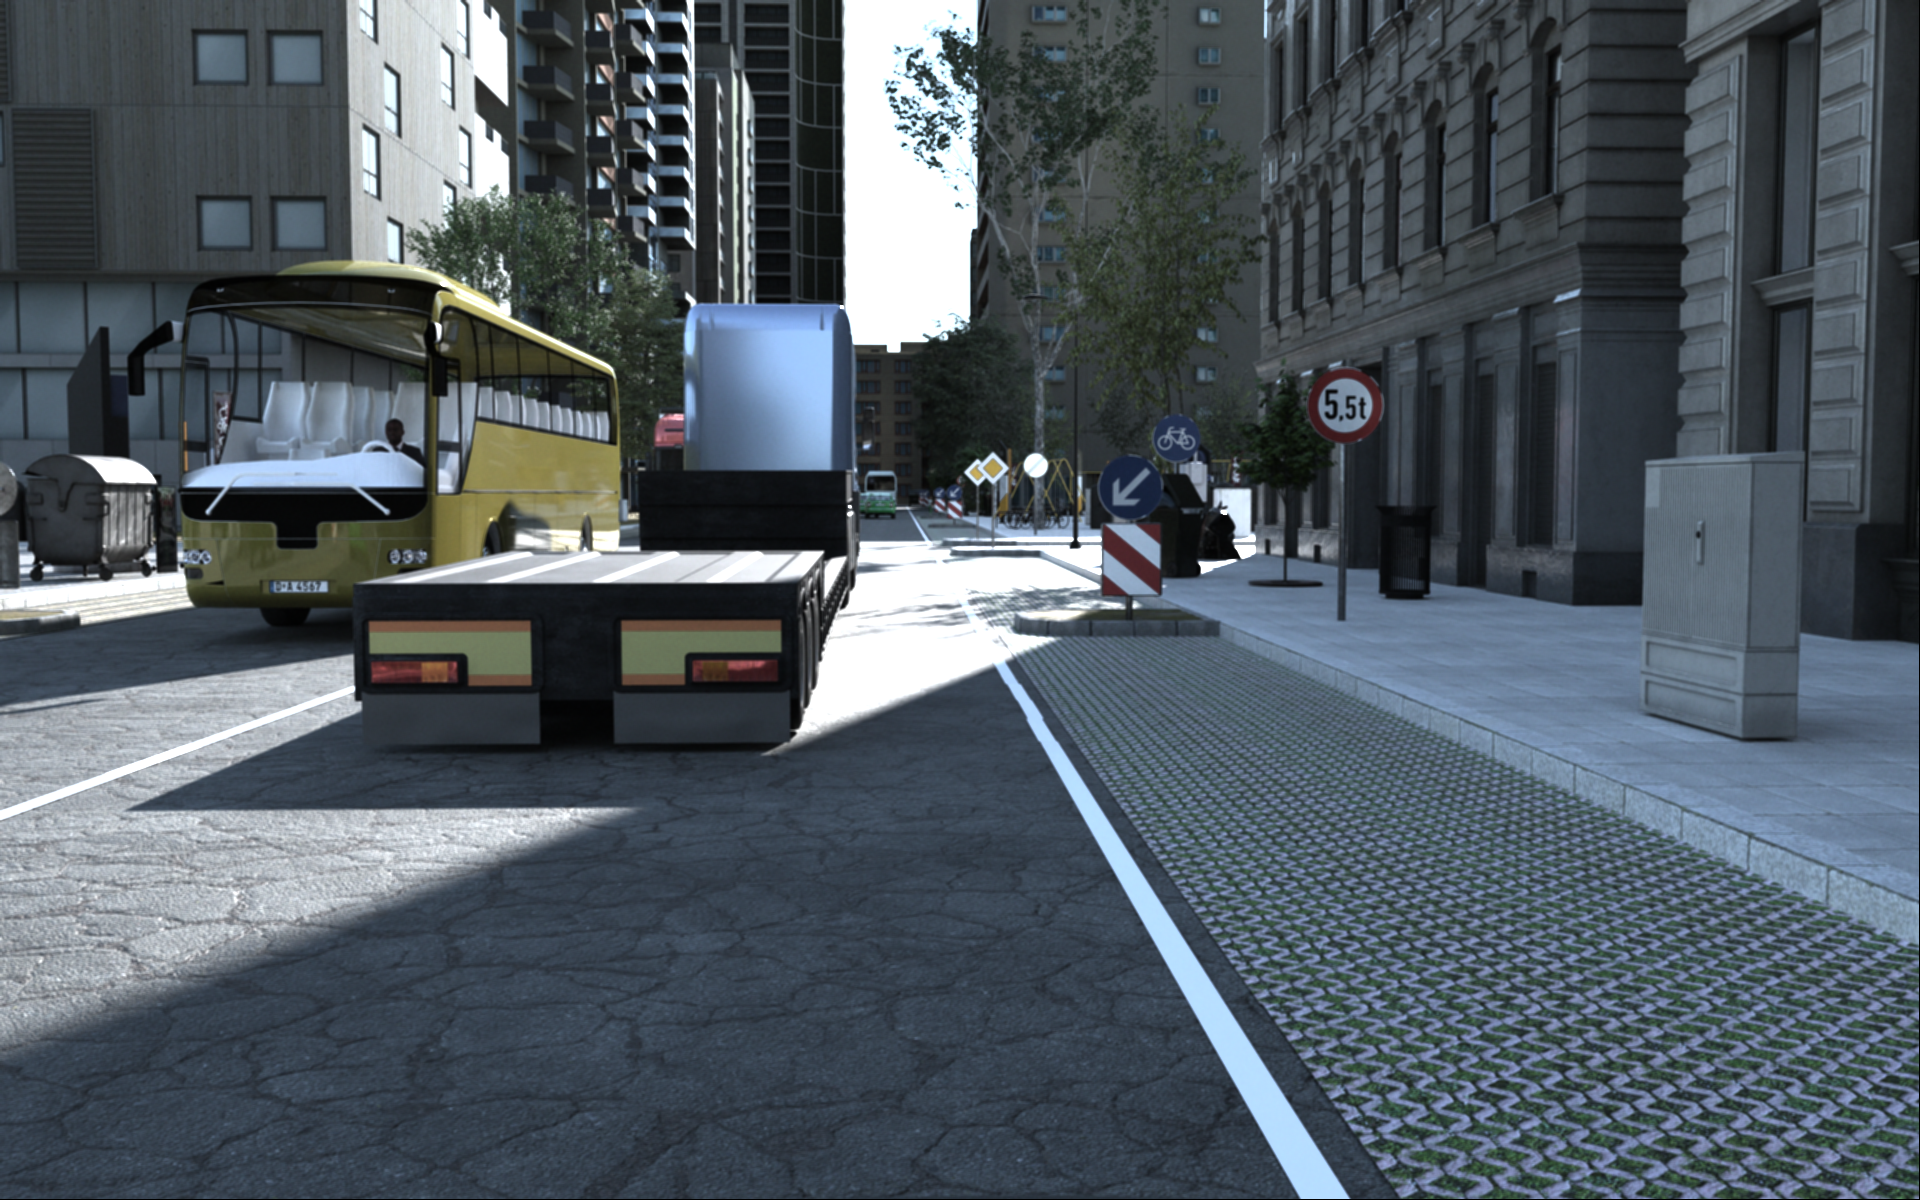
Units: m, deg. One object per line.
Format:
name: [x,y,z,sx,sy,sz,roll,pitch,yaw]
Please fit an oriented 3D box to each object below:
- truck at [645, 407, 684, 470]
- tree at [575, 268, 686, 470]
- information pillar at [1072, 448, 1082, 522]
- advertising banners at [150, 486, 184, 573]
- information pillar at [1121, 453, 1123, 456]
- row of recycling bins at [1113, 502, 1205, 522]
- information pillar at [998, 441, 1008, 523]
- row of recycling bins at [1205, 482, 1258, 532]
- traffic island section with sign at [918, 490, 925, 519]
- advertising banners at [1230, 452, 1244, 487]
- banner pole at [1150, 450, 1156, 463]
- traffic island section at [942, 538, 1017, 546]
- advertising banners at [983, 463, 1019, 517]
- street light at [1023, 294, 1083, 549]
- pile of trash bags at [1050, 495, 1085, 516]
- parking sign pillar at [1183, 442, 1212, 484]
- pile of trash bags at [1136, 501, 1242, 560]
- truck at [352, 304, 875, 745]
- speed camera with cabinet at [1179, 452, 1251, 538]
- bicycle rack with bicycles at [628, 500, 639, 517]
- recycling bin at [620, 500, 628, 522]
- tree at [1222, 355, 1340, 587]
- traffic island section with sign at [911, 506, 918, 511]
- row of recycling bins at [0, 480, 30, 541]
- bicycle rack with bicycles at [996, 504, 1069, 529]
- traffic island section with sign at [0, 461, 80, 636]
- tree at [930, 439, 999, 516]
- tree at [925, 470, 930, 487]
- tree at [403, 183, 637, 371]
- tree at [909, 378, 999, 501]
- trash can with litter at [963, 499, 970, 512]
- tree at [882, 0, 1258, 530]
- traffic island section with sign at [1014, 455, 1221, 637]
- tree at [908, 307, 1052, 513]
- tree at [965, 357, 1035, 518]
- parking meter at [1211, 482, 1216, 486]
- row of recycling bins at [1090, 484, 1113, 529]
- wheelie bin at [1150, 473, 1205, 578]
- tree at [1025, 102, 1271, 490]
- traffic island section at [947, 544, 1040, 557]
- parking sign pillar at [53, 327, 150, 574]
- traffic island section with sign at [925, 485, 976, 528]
truck: [-8.613,-4.233,58.128,2.839,4.237,11.283,0,4,-4]
tree: [-16.086,-10.357,87.469,7.486,12.596,7.792,0,3,0]
information pillar: [5.479,-5.470,80.791,0.504,3.616,0.183,-3,5,-39]
advertising banners: [-12.767,-2.001,28.899,0.090,3.025,2.074,1,4,15]
information pillar: [9.304,-6.642,99.949,0.183,3.616,0.504,-1,4,-21]
row of recycling bins: [7.428,-3.354,61.944,3.534,1.692,1.069,0,4,-7]
information pillar: [1.911,-5.180,76.044,0.183,3.616,0.504,-3,5,-41]
row of recycling bins: [10.351,-3.188,59.243,3.534,1.692,1.069,-1,4,-10]
traffic island section with sign: [-1.300,-5.633,100.724,1.989,1.847,2.006,0,4,-2]
advertising banners: [10.304,-4.472,69.300,2.074,3.025,0.090,1,4,12]
banner pole: [11.613,-6.948,103.619,0.401,3.779,0.863,2,4,24]
traffic island section: [0.517,-1.621,48.780,2.009,0.180,2.903,0,4,-2]
advertising banners: [2.298,-6.197,97.513,2.074,3.025,0.090,1,4,16]
street light: [2.171,-4.154,40.464,1.470,5.913,1.316,0,4,-2]
pile of trash bags: [6.485,-5.649,102.105,1.912,1.369,3.447,1,4,17]
parking sign pillar: [10.316,-5.315,75.378,1.447,3.967,1.447,-3,5,-41]
pile of trash bags: [4.476,-1.556,35.196,1.912,1.369,3.447,0,4,-5]
truck: [-2.485,-1.774,18.766,2.967,4.110,18.799,0,4,-2]
speed camera with cabinet: [7.470,-3.446,50.685,2.038,3.252,0.660,-1,4,-12]
bicycle rack with bicycles: [-17.252,-5.140,97.422,2.925,0.926,2.852,3,5,44]
recycling bin: [-15.816,-4.134,80.147,0.722,1.027,0.722,0,4,4]
tree: [4.561,-1.823,24.402,1.663,3.219,1.824,0,3,0]
traffic island section with sign: [-3.092,-8.743,151.574,1.989,1.847,2.006,0,4,-2]
row of recycling bins: [-24.610,-2.465,47.422,3.534,1.692,1.069,0,4,-3]
bicycle rack with bicycles: [2.722,-3.133,64.612,2.925,0.926,2.852,-1,4,-22]
traffic island section with sign: [-10.431,-0.578,18.078,1.989,1.847,2.006,0,4,-2]
tree: [1.102,-7.332,103.590,4.285,4.588,4.351,0,3,0]
tree: [-1.121,-11.021,163.902,4.285,4.588,4.351,0,3,0]
tree: [-14.748,-8.022,56.915,9.928,11.665,9.643,0,3,0]
tree: [0.127,-11.884,128.709,8.767,10.594,7.601,0,4,8]
trash can with litter: [0.705,-6.892,124.066,1.055,1.170,0.624,0,4,3]
tree: [4.136,-12.563,61.292,12.611,20.169,13.585,0,3,0]
traffic island section with sign: [1.590,-0.589,18.250,1.989,1.847,2.006,0,4,-2]
tree: [1.137,-12.947,118.346,9.857,13.997,8.962,0,3,0]
tree: [2.123,-8.766,93.684,4.360,8.622,3.978,0,3,0]
parking meter: [12.195,-4.787,83.977,0.255,1.863,0.399,3,4,39]
row of recycling bins: [5.984,-3.525,64.742,1.069,1.692,3.534,3,4,37]
wheelie bin: [3.292,-1.149,26.700,0.693,1.594,0.980,3,5,44]
tree: [3.634,-4.986,31.884,4.737,8.622,4.395,0,3,0]
traffic island section: [0.797,-1.133,40.800,2.009,0.180,2.903,0,4,-2]
parking sign pillar: [-14.179,-2.449,28.512,1.447,3.967,1.447,3,5,40]
traffic island section with sign: [-0.360,-3.985,73.785,1.989,1.847,2.006,0,4,-2]
